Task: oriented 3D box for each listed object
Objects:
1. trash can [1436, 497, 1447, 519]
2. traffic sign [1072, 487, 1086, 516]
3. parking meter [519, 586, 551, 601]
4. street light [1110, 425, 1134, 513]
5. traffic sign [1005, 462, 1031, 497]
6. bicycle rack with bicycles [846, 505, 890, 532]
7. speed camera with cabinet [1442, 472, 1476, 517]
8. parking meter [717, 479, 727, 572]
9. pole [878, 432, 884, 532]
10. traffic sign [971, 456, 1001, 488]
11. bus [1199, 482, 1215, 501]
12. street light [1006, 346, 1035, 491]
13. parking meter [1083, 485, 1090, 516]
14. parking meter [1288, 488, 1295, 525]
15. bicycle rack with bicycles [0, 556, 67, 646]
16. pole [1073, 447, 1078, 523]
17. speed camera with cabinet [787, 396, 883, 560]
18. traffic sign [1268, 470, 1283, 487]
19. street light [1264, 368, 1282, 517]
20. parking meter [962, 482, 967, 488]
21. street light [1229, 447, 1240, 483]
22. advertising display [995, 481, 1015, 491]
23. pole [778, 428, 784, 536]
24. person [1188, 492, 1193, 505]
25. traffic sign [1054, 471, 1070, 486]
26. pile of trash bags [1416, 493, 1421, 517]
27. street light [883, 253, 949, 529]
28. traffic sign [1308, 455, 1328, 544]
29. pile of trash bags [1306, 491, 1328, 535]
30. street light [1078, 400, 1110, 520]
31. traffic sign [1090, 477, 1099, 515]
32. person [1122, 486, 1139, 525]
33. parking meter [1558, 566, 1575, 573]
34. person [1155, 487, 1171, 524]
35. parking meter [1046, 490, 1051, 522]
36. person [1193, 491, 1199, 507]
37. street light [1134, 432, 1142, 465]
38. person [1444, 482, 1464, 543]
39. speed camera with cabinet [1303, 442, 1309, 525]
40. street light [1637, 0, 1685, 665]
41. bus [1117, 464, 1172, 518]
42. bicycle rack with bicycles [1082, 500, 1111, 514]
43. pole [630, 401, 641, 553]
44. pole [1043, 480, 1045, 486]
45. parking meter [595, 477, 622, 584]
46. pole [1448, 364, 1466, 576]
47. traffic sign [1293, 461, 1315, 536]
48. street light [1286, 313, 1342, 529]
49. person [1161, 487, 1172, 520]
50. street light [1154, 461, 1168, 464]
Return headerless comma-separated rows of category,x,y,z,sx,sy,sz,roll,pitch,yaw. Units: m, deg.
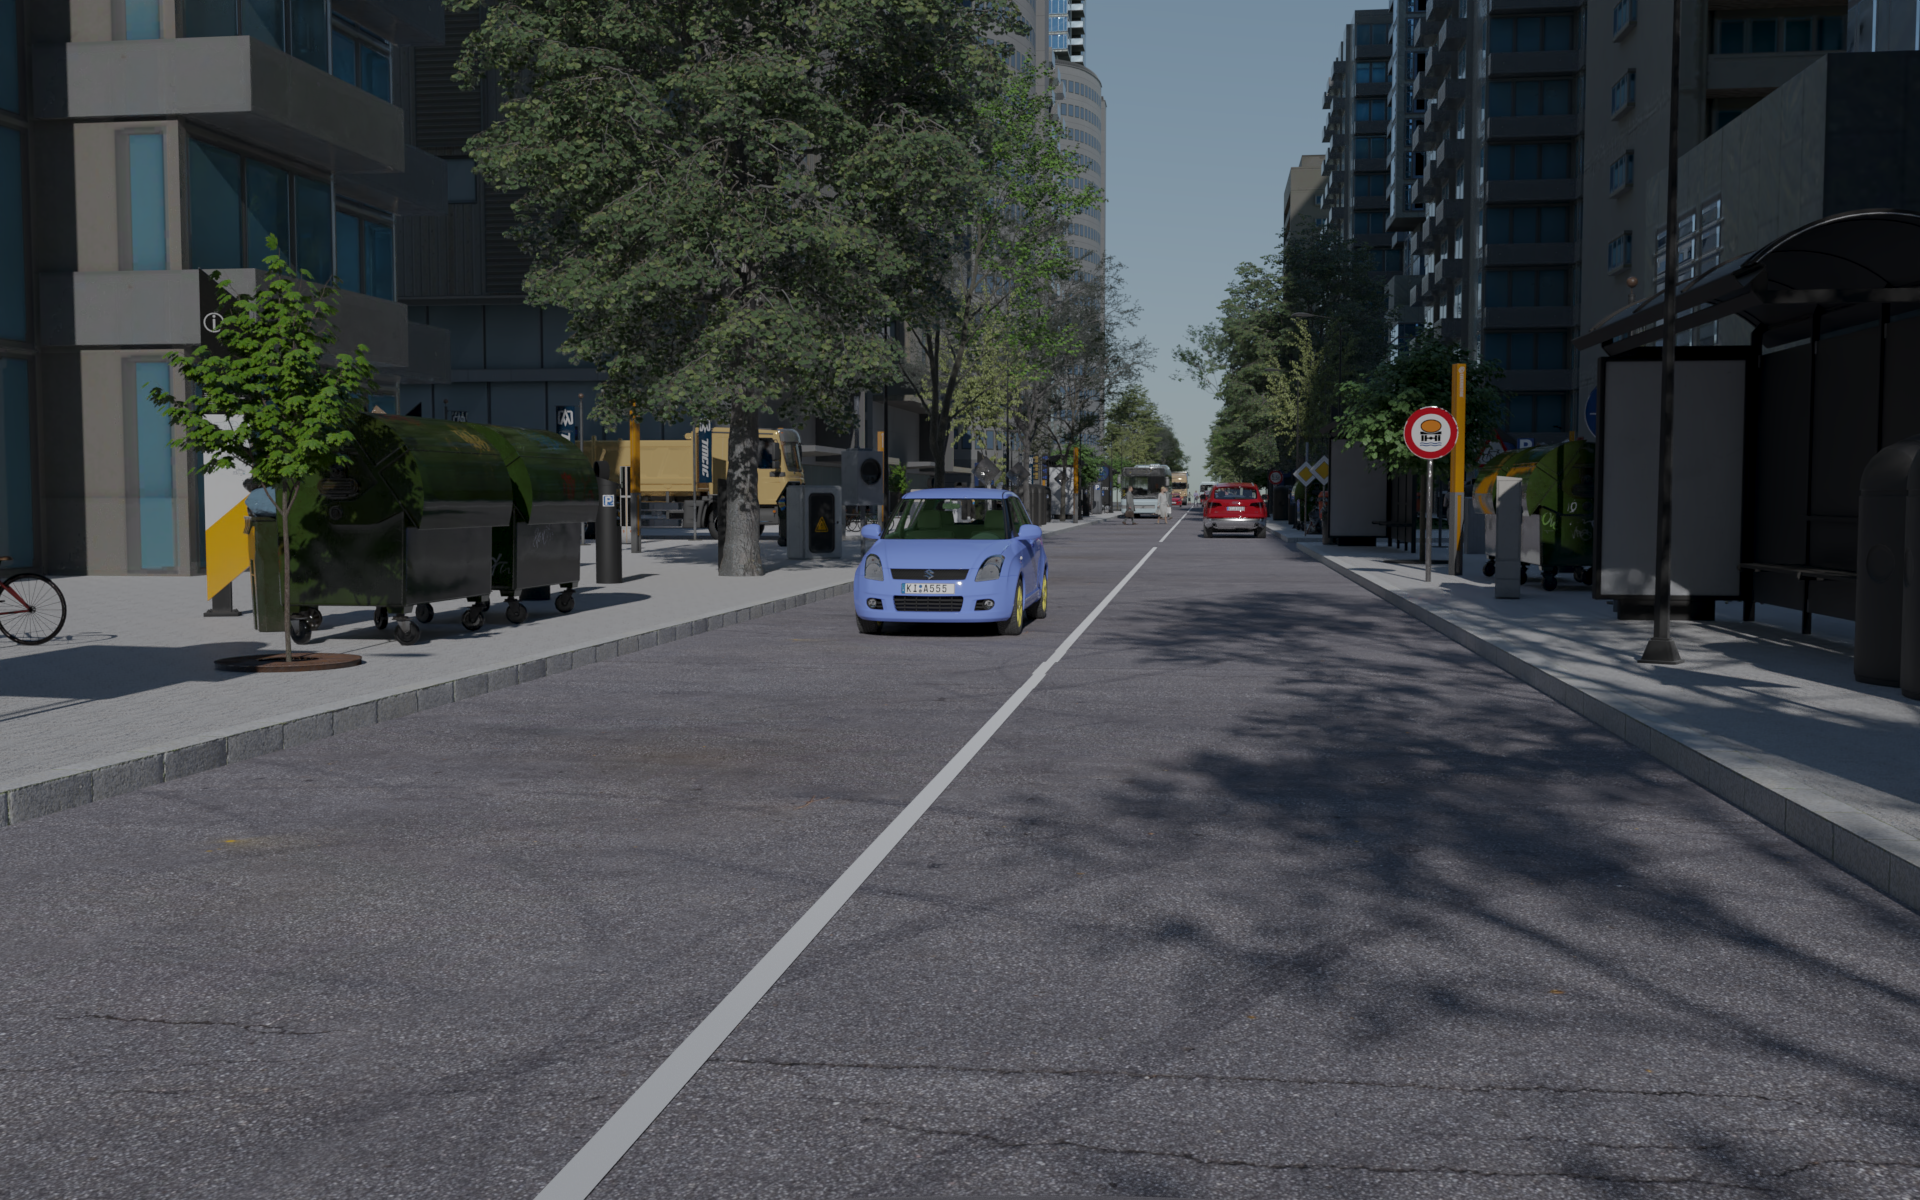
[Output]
trash can,25.292,-4.834,90.693,0.748,1.137,0.748,0,3,0
traffic sign,6.141,-6.453,99.379,2.265,3.308,0.079,1,4,15
parking meter,-5.145,-0.764,20.910,0.372,1.533,0.369,0,3,0
street light,10.713,-8.779,116.075,1.470,5.913,1.316,0,4,8
traffic sign,1.797,-3.056,53.609,0.795,2.450,0.064,0,4,8
bicycle rack with bicycles,-3.539,-2.771,58.685,2.925,0.926,2.852,1,4,22
speed camera with cabinet,27.397,-6.168,95.185,2.038,3.252,0.660,2,4,25
parking meter,-3.790,-1.225,28.441,0.372,1.533,0.369,0,3,0
pole,-2.583,-3.841,56.645,0.158,3.312,0.155,0,3,0
traffic sign,0.682,-2.572,45.702,0.795,2.450,0.064,0,4,8
bus,38.446,-16.709,268.058,2.948,3.499,13.247,1,4,9
street light,2.018,-4.979,53.944,1.470,5.913,1.316,0,4,8
parking meter,7.332,-5.797,100.489,0.399,1.863,0.255,2,4,29
parking meter,13.925,-3.915,72.420,0.372,1.533,0.369,0,3,0
bicycle rack with bicycles,-9.080,-0.016,13.638,2.925,0.926,2.852,0,4,4
pole,5.050,-5.002,75.621,0.158,3.312,0.155,0,3,0
speed camera with cabinet,-2.476,-2.456,34.493,2.038,3.252,0.660,-3,5,-42
traffic sign,16.873,-5.656,92.581,0.768,2.556,0.104,1,4,15
street light,11.925,-5.596,64.037,1.470,5.913,1.316,0,4,8
parking meter,0.218,-4.926,86.255,0.255,1.863,0.399,0,4,1
street light,22.679,-10.240,139.969,1.470,5.913,1.316,0,4,8
advertising display,2.236,-4.964,86.375,0.974,1.923,0.123,0,4,-7
pole,-5.531,-3.653,53.572,0.158,3.312,0.155,0,3,0
person,30.135,-13.361,227.745,1.217,1.735,0.721,-1,4,-20
traffic sign,5.033,-5.179,85.860,0.795,2.450,0.064,1,4,10
pile of trash bags,21.311,-4.475,82.920,1.912,1.369,3.447,-1,4,-10
street light,-0.907,-3.734,33.587,1.470,5.913,1.316,0,4,8
traffic sign,9.338,-2.497,44.465,0.795,2.450,0.064,0,4,8
pile of trash bags,11.830,-2.758,54.846,1.912,1.369,3.447,1,4,21
street light,6.457,-6.888,85.162,1.470,5.913,1.316,0,4,8
traffic sign,8.047,-6.445,105.481,0.768,2.556,0.104,1,4,17
person,7.920,-4.396,80.479,0.767,1.812,0.694,1,4,9
parking meter,9.898,-1.212,28.220,0.372,1.533,0.369,0,3,0
person,9.699,-4.520,82.750,0.694,1.780,0.624,-1,4,-20
parking meter,3.930,-4.294,78.625,0.372,1.533,0.369,0,3,0
person,26.844,-11.541,197.069,0.709,1.838,0.599,0,4,6
street light,12.613,-9.583,129.218,1.470,5.913,1.316,0,4,8
person,13.290,-2.303,46.488,0.599,1.781,0.374,1,4,17
speed camera with cabinet,13.732,-4.365,65.697,0.660,3.252,2.038,-2,4,-27
street light,4.799,-2.479,13.081,1.470,5.913,1.316,0,4,8
bus,11.346,-6.721,104.751,2.948,3.499,13.247,1,4,9
bicycle rack with bicycles,8.603,-6.188,114.549,2.925,0.926,2.852,-1,4,-19
pole,-7.038,-2.673,37.555,0.158,3.312,0.155,0,3,0
pole,5.144,-6.877,106.288,0.158,3.312,0.155,0,3,0
parking meter,-5.045,-1.006,24.862,0.372,1.533,0.369,0,3,0
pole,7.822,-2.043,27.240,0.158,3.312,0.155,0,3,0
traffic sign,10.453,-2.980,52.373,0.795,2.450,0.064,0,4,8
street light,9.182,-4.397,44.438,1.470,5.913,1.316,0,4,8
person,11.463,-5.370,96.401,0.767,1.812,0.694,0,4,5
street light,24.346,-14.651,212.090,1.470,5.913,1.316,0,4,8
